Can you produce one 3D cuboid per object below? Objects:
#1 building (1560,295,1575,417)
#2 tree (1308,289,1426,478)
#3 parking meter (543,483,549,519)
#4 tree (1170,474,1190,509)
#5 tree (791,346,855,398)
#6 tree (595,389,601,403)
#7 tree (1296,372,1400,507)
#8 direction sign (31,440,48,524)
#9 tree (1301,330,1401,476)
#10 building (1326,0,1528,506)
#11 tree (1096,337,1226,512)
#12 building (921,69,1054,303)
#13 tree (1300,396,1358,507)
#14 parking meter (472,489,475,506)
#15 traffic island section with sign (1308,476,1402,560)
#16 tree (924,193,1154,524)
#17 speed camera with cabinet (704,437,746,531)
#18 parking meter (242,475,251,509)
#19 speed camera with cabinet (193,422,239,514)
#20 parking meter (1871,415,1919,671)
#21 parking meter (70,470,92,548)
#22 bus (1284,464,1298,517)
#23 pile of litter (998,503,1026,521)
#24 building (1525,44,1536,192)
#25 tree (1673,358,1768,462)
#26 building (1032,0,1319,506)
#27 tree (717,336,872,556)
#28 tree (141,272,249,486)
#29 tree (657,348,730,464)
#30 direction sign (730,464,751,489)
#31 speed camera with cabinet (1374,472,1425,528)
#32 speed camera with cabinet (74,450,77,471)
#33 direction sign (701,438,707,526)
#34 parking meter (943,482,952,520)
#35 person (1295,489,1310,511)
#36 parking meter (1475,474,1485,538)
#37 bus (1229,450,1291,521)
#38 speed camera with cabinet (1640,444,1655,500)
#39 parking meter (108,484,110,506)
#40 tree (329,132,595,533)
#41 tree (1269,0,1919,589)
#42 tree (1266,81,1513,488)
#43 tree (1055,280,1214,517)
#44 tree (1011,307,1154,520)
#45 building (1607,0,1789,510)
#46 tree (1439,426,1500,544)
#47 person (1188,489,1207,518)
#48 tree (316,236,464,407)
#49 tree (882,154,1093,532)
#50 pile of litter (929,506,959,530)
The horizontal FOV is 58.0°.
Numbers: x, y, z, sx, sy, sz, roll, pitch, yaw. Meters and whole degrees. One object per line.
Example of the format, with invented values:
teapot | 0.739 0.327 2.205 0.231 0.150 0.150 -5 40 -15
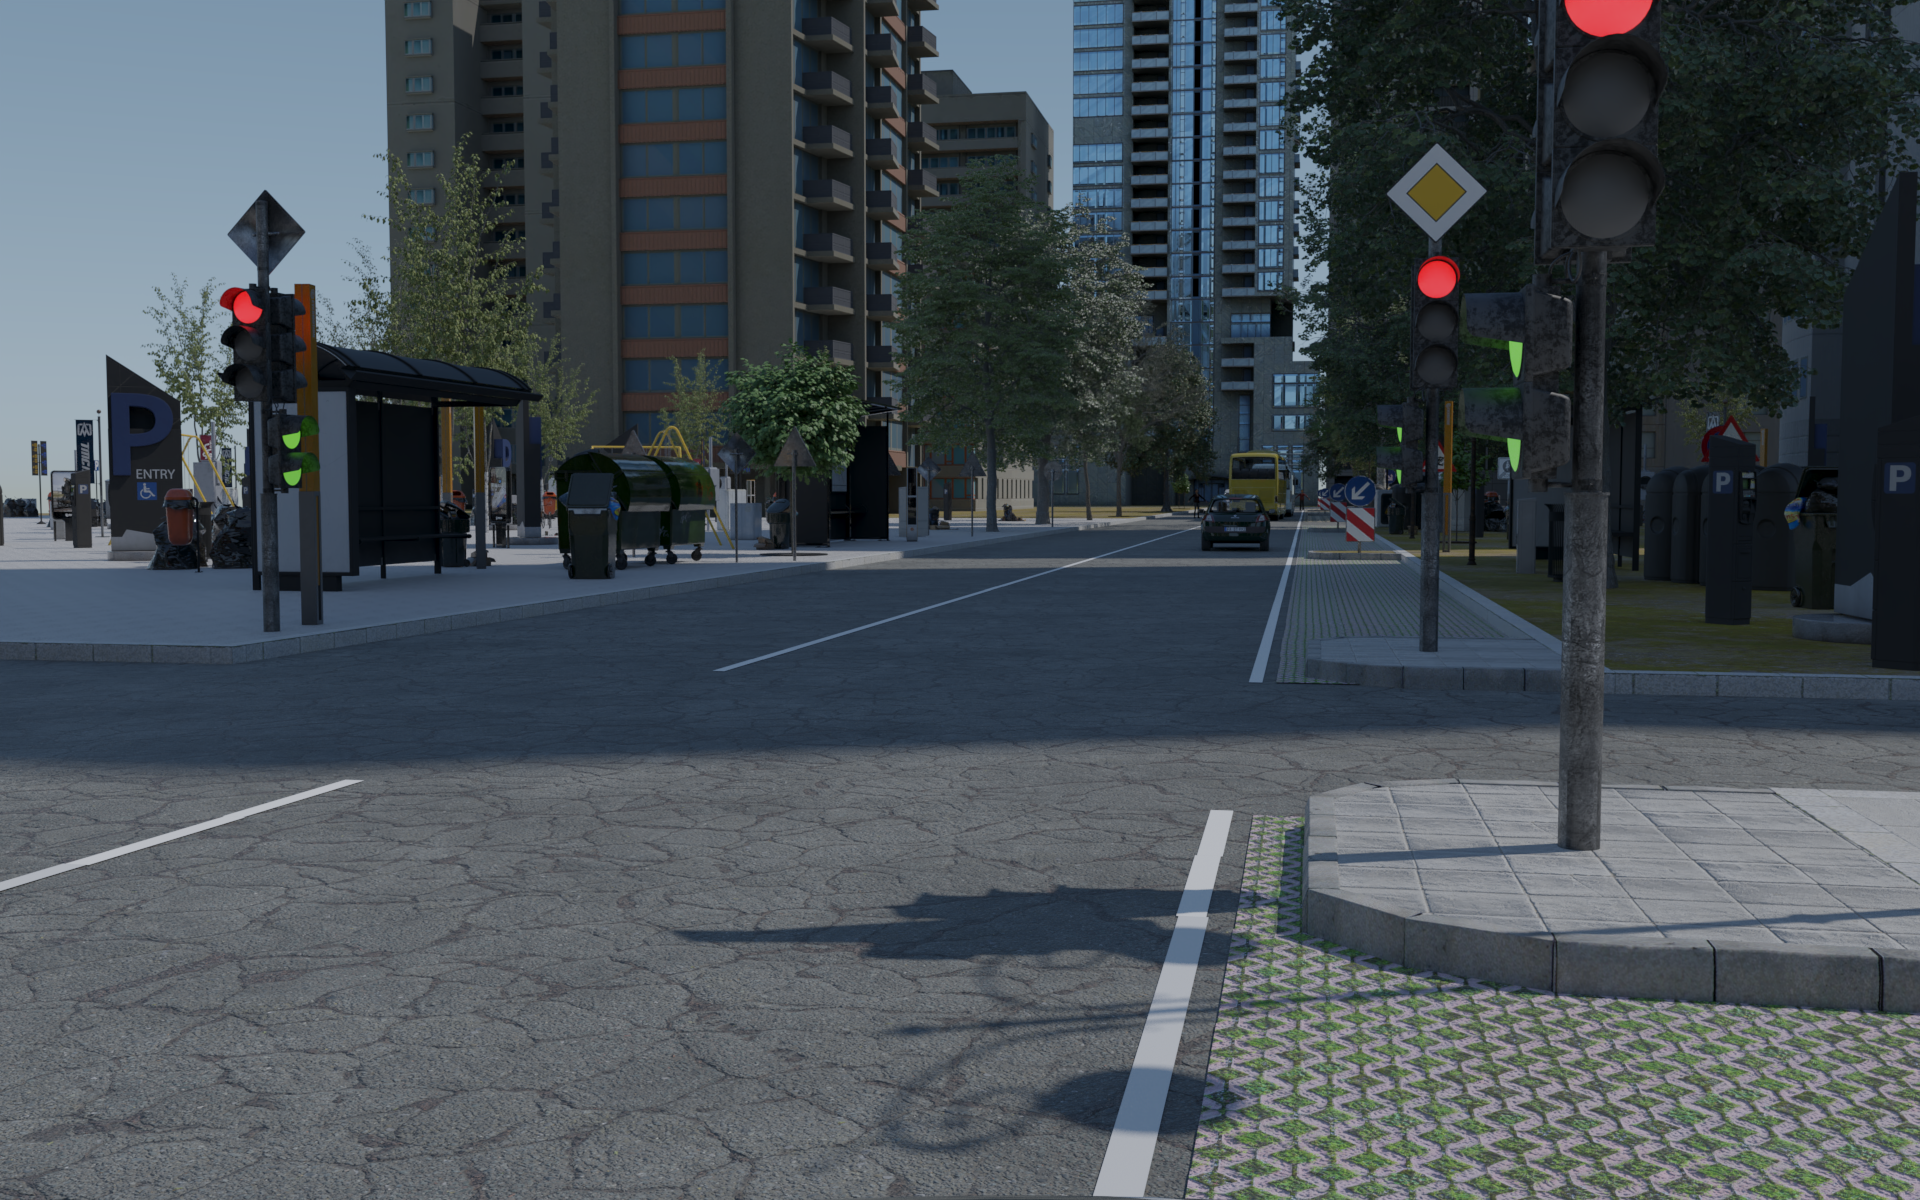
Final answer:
building | 55.060 -28.990 128.605 22.147 44.769 28.867 1 4 11
tree | 22.772 -10.732 93.603 7.486 12.596 7.792 0 3 0
parking meter | -21.247 -5.100 89.100 0.255 1.863 0.399 2 4 34
tree | 18.867 -9.493 149.804 1.663 3.219 1.824 0 3 0
tree | -7.254 -8.240 85.091 4.737 8.622 4.395 0 3 0
tree | -18.623 -7.804 77.957 4.737 8.622 4.395 0 3 0
tree | 28.652 -12.596 122.952 9.611 12.733 9.660 0 3 0
direction sign | -39.077 -4.989 73.569 0.379 3.537 0.876 1 4 12
tree | 24.206 -10.844 103.061 9.928 11.665 9.643 0 3 0
building | 51.034 -45.965 189.786 20.611 71.187 20.563 1 4 11
tree | 14.975 -12.769 125.775 9.611 12.733 9.660 0 3 0
building | -1.019 -35.368 201.963 21.600 48.544 21.300 1 4 11
tree | 35.059 -14.861 153.348 12.009 13.543 11.850 0 3 0
parking meter | -26.420 -5.270 94.580 0.372 1.533 0.369 0 3 0
traffic island section with sign | 8.703 -1.811 38.239 1.989 1.847 2.006 1 4 11
tree | 3.437 -10.216 73.681 9.857 13.997 8.962 0 3 0
speed camera with cabinet | -8.388 -4.060 60.716 0.660 3.252 2.038 2 4 35
parking meter | -21.942 -2.920 53.459 0.399 1.863 0.255 2 4 29
speed camera with cabinet | -20.612 -3.280 47.971 0.660 3.252 2.038 0 4 -5
parking meter | 6.931 -0.428 12.707 0.255 1.863 0.399 -2 4 -34
parking meter | -20.880 -2.167 41.134 0.255 1.863 0.399 3 5 40
bus | 20.284 -7.163 111.967 2.948 3.499 13.247 1 4 12
pile of litter | 2.428 -4.152 81.856 1.176 0.858 1.719 -1 4 -22
building | 76.103 -36.733 189.828 27.495 52.752 28.713 1 4 11
tree | 36.074 -8.054 82.052 4.737 8.622 4.395 0 3 0
building | 25.070 -53.976 195.171 31.000 86.520 22.319 1 4 11
tree | -3.431 -3.216 36.294 4.285 4.588 4.351 0 3 0
tree | -25.284 -6.595 58.193 4.737 8.622 4.395 0 3 0
tree | -13.605 -8.421 88.048 4.737 8.622 4.395 0 3 0
direction sign | -8.586 -4.630 67.693 0.876 3.537 0.379 -2 4 -33
speed camera with cabinet | 17.019 -4.418 66.563 2.038 3.252 0.660 0 4 2
speed camera with cabinet | -40.186 -5.116 77.988 0.660 3.252 2.038 -3 5 -42
direction sign | -10.490 -4.813 70.686 0.379 3.537 0.876 0 4 -2
parking meter | -0.605 -4.816 84.450 0.255 1.863 0.399 -3 5 -43
person | 29.543 -8.634 149.628 1.348 1.831 0.705 1 4 10
parking meter | 15.261 -2.776 51.092 0.255 1.863 0.399 -1 4 -15
bus | 16.645 -6.393 96.073 2.896 3.916 12.252 1 4 13
speed camera with cabinet | 26.437 -4.549 68.720 2.038 3.252 0.660 1 4 17
parking meter | -18.728 -2.011 38.597 0.399 1.863 0.255 0 4 -5
tree | -10.721 -5.242 36.067 4.737 8.622 4.395 0 3 0
tree | 8.674 -7.131 23.240 9.857 13.997 8.962 0 3 0
tree | 19.843 -13.543 77.311 12.611 20.169 13.585 0 3 0
tree | 8.911 -11.405 96.848 12.009 13.543 11.850 0 3 0
tree | 6.052 -9.183 84.553 7.601 10.594 8.767 2 4 31
building | 46.747 -25.985 108.454 14.154 41.232 14.086 1 4 11
tree | 12.906 -3.089 45.115 1.663 3.219 1.824 0 3 0
person | 14.001 -5.678 102.164 1.217 1.723 0.721 -1 4 -15
tree | -16.067 -6.011 48.637 4.360 8.622 3.978 0 3 0
tree | 0.843 -8.573 58.292 7.486 12.596 7.792 0 3 0
pile of litter | -0.841 -2.963 62.405 1.719 0.858 1.176 0 4 -3
